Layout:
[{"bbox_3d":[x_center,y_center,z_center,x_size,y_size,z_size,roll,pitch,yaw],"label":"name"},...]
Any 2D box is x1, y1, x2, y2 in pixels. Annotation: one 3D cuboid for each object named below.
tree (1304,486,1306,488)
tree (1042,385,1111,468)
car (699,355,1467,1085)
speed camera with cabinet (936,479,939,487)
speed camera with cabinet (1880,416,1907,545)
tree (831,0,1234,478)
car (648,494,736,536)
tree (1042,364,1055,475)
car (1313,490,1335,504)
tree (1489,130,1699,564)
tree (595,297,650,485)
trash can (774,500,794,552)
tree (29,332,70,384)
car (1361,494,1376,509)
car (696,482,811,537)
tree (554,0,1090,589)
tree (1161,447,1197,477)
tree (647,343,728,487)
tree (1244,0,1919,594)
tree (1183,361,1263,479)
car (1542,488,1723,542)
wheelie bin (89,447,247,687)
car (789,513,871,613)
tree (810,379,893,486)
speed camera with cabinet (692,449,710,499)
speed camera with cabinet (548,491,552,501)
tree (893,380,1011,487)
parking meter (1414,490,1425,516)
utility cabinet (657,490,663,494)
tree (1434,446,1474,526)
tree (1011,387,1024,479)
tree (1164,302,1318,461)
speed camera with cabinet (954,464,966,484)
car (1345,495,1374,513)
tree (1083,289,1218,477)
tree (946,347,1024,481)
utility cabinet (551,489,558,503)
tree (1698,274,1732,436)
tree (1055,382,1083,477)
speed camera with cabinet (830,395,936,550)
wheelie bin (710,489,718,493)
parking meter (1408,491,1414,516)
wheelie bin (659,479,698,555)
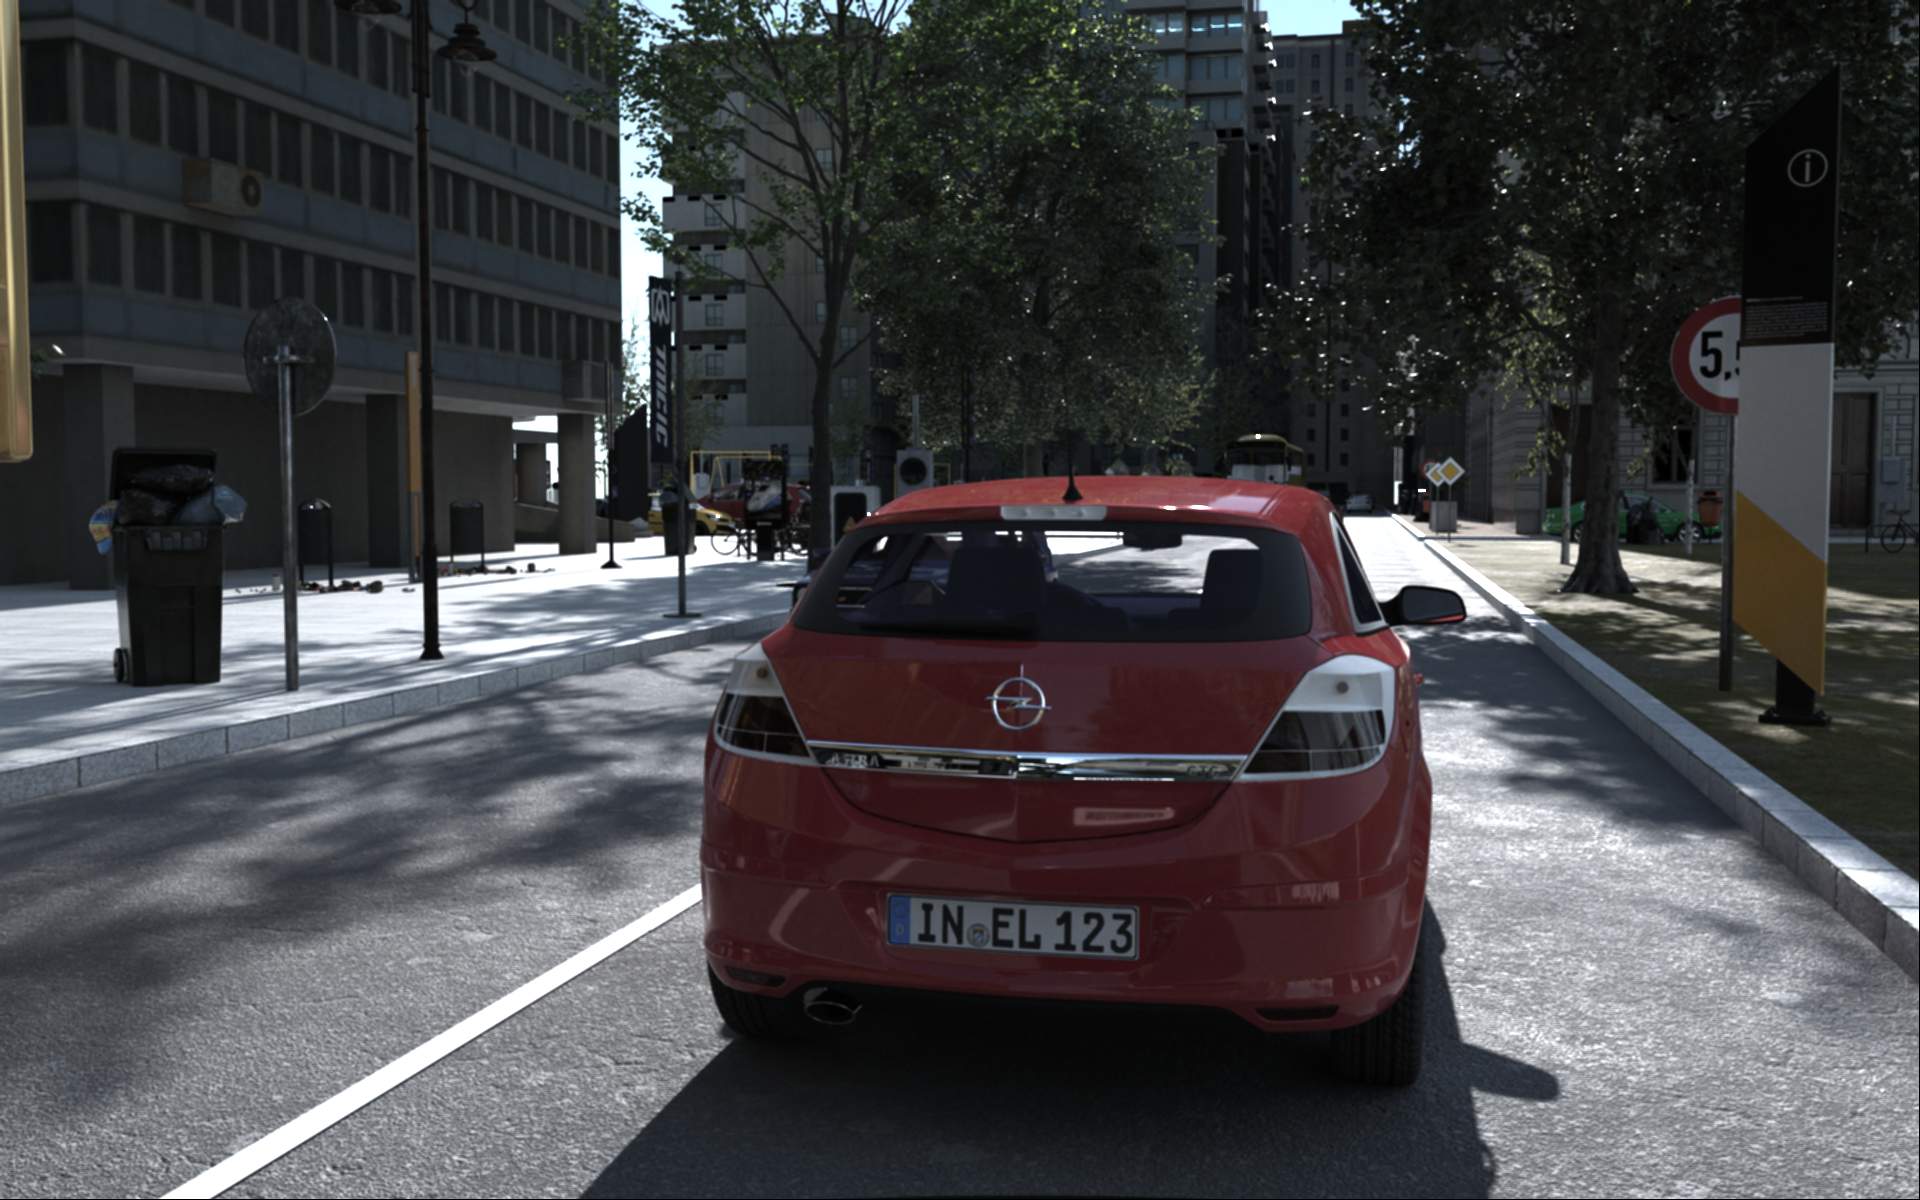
[{"bbox_3d":[40.075,-12.882,205.226,1.663,3.219,1.824,0,3,0],"label":"tree"},{"bbox_3d":[7.662,-9.544,106.404,4.737,8.622,4.395,0,3,0],"label":"tree"},{"bbox_3d":[0.609,0.197,5.825,2.155,1.783,4.494,1,4,13],"label":"car"},{"bbox_3d":[-2.359,-6.900,107.152,2.038,3.252,0.660,1,4,18],"label":"speed camera with cabinet"},{"bbox_3d":[24.181,-3.008,43.519,2.038,3.252,0.660,2,4,30],"label":"speed camera with cabinet"},{"bbox_3d":[1.659,-8.203,40.780,9.857,13.997,8.962,0,3,0],"label":"tree"},{"bbox_3d":[-9.013,-2.702,54.400,3.980,1.641,2.015,1,4,15],"label":"car"},{"bbox_3d":[5.549,-8.629,91.454,4.360,8.622,3.978,0,3,0],"label":"tree"},{"bbox_3d":[30.309,-8.368,145.495,2.281,1.827,5.304,1,4,13],"label":"car"},{"bbox_3d":[10.889,-4.970,31.625,4.360,8.622,3.978,0,3,0],"label":"tree"},{"bbox_3d":[-12.820,-6.966,64.256,4.360,8.622,3.978,0,3,0],"label":"tree"},{"bbox_3d":[-4.085,-1.654,38.699,0.748,1.137,0.748,0,3,0],"label":"trash can"},{"bbox_3d":[-6.406,-0.944,10.032,1.663,3.219,1.824,0,3,0],"label":"tree"},{"bbox_3d":[38.370,-9.300,164.064,2.014,1.417,4.499,1,4,11],"label":"car"},{"bbox_3d":[-7.065,-2.910,56.250,5.304,1.827,2.281,1,4,12],"label":"car"},{"bbox_3d":[-1.797,-5.978,23.497,9.928,11.665,9.643,0,3,0],"label":"tree"},{"bbox_3d":[8.978,-4.686,71.225,1.663,3.219,1.824,0,3,0],"label":"tree"},{"bbox_3d":[-13.667,-8.257,85.363,4.737,8.622,4.395,0,3,0],"label":"tree"},{"bbox_3d":[8.524,-6.445,22.382,9.611,12.733,9.660,0,3,0],"label":"tree"},{"bbox_3d":[14.523,-8.854,95.128,4.737,8.622,4.395,0,3,0],"label":"tree"},{"bbox_3d":[18.792,-2.426,48.454,4.718,1.807,1.959,1,4,13],"label":"car"},{"bbox_3d":[-5.355,-0.238,11.792,0.980,1.594,0.693,-2,4,-34],"label":"wheelie bin"},{"bbox_3d":[-0.225,-0.171,15.378,1.945,1.354,3.894,1,4,13],"label":"car"},{"bbox_3d":[-7.173,-9.801,110.600,4.737,8.622,4.395,0,3,0],"label":"tree"},{"bbox_3d":[-10.911,-5.072,77.260,2.038,3.252,0.660,-2,4,-26],"label":"speed camera with cabinet"},{"bbox_3d":[-20.788,-5.718,87.820,2.038,3.252,0.660,1,4,19],"label":"speed camera with cabinet"},{"bbox_3d":[-0.477,-9.102,99.175,4.737,8.622,4.395,0,3,0],"label":"tree"},{"bbox_3d":[25.793,-5.407,96.812,0.372,1.533,0.369,0,3,0],"label":"parking meter"},{"bbox_3d":[-15.888,-5.240,94.351,1.173,1.500,0.318,-2,4,-27],"label":"utility cabinet"},{"bbox_3d":[19.671,-4.563,69.201,1.663,3.219,1.824,0,3,0],"label":"tree"},{"bbox_3d":[3.188,-9.777,110.208,4.737,8.622,4.395,0,3,0],"label":"tree"},{"bbox_3d":[17.510,-12.264,110.890,12.009,13.543,11.850,0,3,0],"label":"tree"},{"bbox_3d":[-0.550,-7.259,113.026,2.038,3.252,0.660,2,4,33],"label":"speed camera with cabinet"},{"bbox_3d":[30.206,-7.256,130.995,2.083,1.381,4.827,1,4,14],"label":"car"},{"bbox_3d":[6.916,-6.813,61.760,4.360,8.622,3.978,0,3,0],"label":"tree"},{"bbox_3d":[1.120,-7.934,80.079,4.360,8.622,3.978,0,3,0],"label":"tree"},{"bbox_3d":[-17.731,-4.125,76.124,0.318,1.500,1.173,-1,4,-18],"label":"utility cabinet"},{"bbox_3d":[15.440,-5.300,37.015,4.360,8.622,3.978,0,3,0],"label":"tree"},{"bbox_3d":[7.245,-7.980,80.836,4.360,8.622,3.978,0,3,0],"label":"tree"},{"bbox_3d":[-1.577,-2.452,34.433,2.038,3.252,0.660,0,4,6],"label":"speed camera with cabinet"},{"bbox_3d":[-14.260,-5.683,100.818,0.980,1.594,0.693,0,4,8],"label":"wheelie bin"},{"bbox_3d":[27.108,-5.809,103.385,0.372,1.533,0.369,0,3,0],"label":"parking meter"},{"bbox_3d":[-5.956,-1.755,36.604,0.693,1.594,0.980,1,4,10],"label":"wheelie bin"}]
